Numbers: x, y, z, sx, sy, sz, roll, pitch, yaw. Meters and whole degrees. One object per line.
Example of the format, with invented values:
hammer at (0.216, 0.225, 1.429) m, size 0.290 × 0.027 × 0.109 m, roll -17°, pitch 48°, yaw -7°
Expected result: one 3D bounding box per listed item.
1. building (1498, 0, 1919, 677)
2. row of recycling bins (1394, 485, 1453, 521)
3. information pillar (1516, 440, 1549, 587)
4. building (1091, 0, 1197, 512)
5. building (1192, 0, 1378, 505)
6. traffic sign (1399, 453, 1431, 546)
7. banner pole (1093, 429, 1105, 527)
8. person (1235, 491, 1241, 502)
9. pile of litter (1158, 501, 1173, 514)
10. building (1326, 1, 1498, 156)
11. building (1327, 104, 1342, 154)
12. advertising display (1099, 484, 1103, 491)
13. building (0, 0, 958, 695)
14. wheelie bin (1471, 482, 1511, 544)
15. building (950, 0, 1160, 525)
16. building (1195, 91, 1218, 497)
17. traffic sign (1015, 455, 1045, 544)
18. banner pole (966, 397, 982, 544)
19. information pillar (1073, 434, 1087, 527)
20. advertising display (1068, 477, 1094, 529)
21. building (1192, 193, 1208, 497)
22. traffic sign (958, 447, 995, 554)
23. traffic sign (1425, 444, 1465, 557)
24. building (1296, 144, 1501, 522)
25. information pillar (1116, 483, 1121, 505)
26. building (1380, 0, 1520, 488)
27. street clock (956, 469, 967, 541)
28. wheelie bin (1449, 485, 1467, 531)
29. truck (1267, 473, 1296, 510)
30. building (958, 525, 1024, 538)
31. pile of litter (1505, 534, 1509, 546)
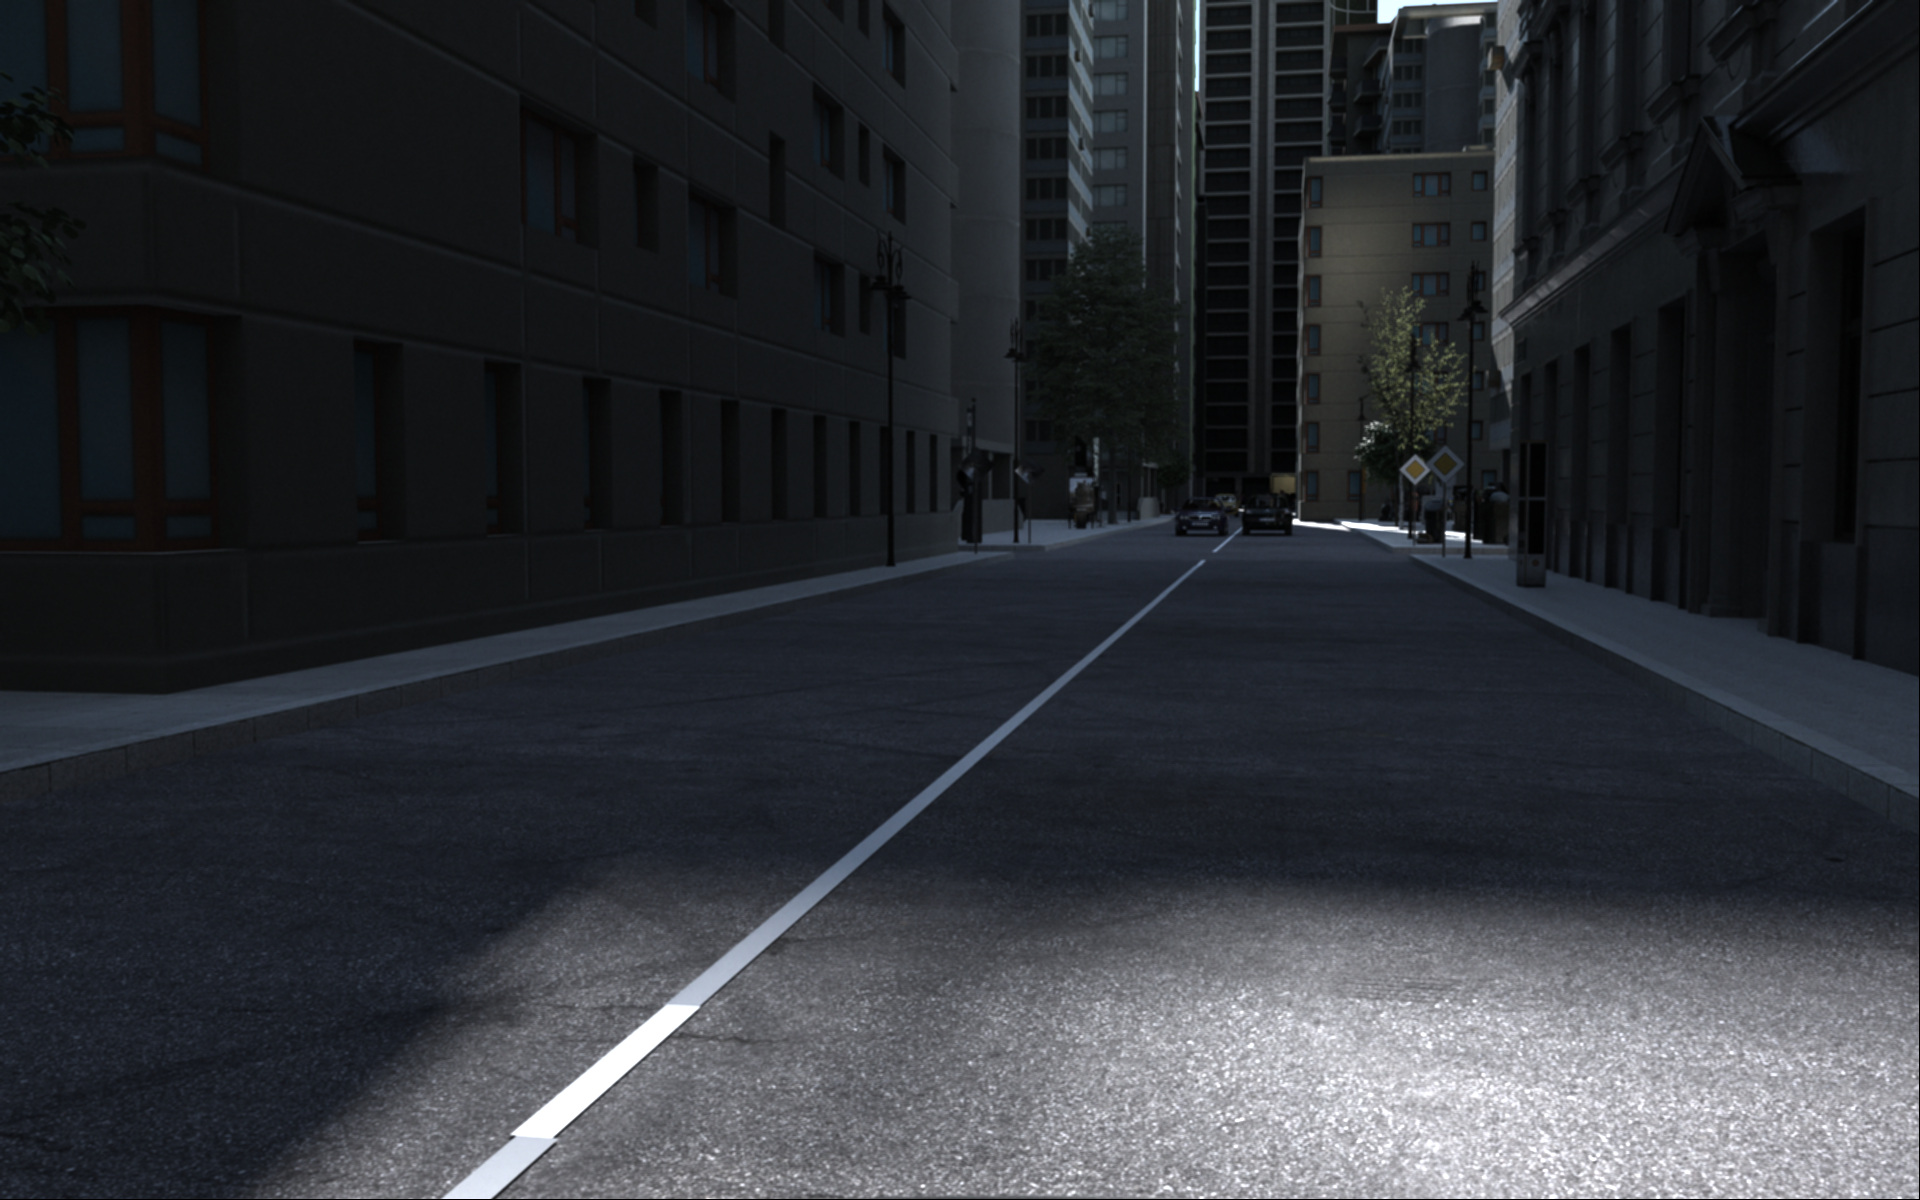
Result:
building at (14.658, -14.334, 10.779) m, size 17.030 × 29.872 × 44.131 m, roll 1°, pitch 4°, yaw 10°
row of recycling bins at (22.425, -4.597, 82.268) m, size 3.534 × 1.692 × 1.069 m, roll 1°, pitch 4°, yaw 18°
information pillar at (7.894, -1.186, 23.887) m, size 0.304 × 2.012 × 0.304 m, roll 0°, pitch 4°, yaw -5°
building at (9.755, -27.092, 126.550) m, size 14.154 × 41.232 × 14.086 m, roll 1°, pitch 4°, yaw 10°
building at (39.273, -47.075, 207.931) m, size 20.611 × 71.187 × 20.563 m, roll 1°, pitch 4°, yaw 10°
traffic sign at (11.283, -2.406, 42.978) m, size 0.795 × 2.450 × 0.064 m, roll 1°, pitch 4°, yaw 10°
banner pole at (5.331, -4.708, 66.993) m, size 0.401 × 3.779 × 0.863 m, roll -2°, pitch 4°, yaw -24°
person at (28.707, -10.435, 179.823) m, size 1.217 × 1.736 × 0.721 m, roll 3°, pitch 4°, yaw 36°
pile of litter at (13.046, -5.933, 110.973) m, size 1.719 × 0.858 × 1.176 m, roll -3°, pitch 4°, yaw -36°
building at (45.114, -30.910, 160.007) m, size 22.147 × 44.769 × 28.867 m, roll 1°, pitch 4°, yaw 10°
building at (45.511, -30.505, 182.352) m, size 14.154 × 41.232 × 14.086 m, roll 1°, pitch 4°, yaw 10°
advertising display at (9.399, -6.758, 115.701) m, size 0.123 × 1.923 × 0.974 m, roll 1°, pitch 4°, yaw 18°
building at (-16.764, -11.105, 26.612) m, size 28.899 × 21.520 × 27.650 m, roll 1°, pitch 4°, yaw 10°
wheelie bin at (13.712, -2.224, 44.264) m, size 0.693 × 1.594 × 0.980 m, roll -1°, pitch 4°, yaw -19°
building at (-5.730, -24.564, 93.503) m, size 32.217 × 40.220 × 23.993 m, roll 1°, pitch 4°, yaw 10°
building at (12.831, -32.450, 185.182) m, size 28.867 × 44.769 × 22.147 m, roll 1°, pitch 4°, yaw 10°
traffic sign at (1.804, -2.514, 44.752) m, size 0.795 × 2.450 × 0.064 m, roll 1°, pitch 4°, yaw 10°
banner pole at (0.293, -3.335, 44.549) m, size 0.401 × 3.779 × 0.863 m, roll 1°, pitch 4°, yaw 17°
information pillar at (4.709, -4.672, 67.735) m, size 0.504 × 3.616 × 0.183 m, roll 2°, pitch 4°, yaw 24°
advertising display at (4.462, -3.584, 63.811) m, size 0.974 × 1.923 × 0.123 m, roll 0°, pitch 4°, yaw -7°
building at (15.675, -23.858, 161.781) m, size 14.160 × 30.474 × 14.107 m, roll 1°, pitch 4°, yaw 10°
traffic sign at (0.346, -2.034, 36.901) m, size 0.795 × 2.450 × 0.064 m, roll 1°, pitch 4°, yaw 10°
traffic sign at (9.824, -1.926, 35.126) m, size 0.795 × 2.450 × 0.064 m, roll 1°, pitch 4°, yaw 10°
building at (33.833, -15.637, 100.707) m, size 27.650 × 21.520 × 28.899 m, roll 1°, pitch 4°, yaw 10°
information pillar at (10.660, -6.853, 116.534) m, size 0.304 × 2.012 × 0.304 m, roll 0°, pitch 4°, yaw 2°
building at (45.253, -26.956, 132.609) m, size 32.217 × 40.220 × 23.993 m, roll 1°, pitch 4°, yaw 10°
street clock at (0.144, -2.646, 47.826) m, size 0.471 × 2.002 × 0.358 m, roll -1°, pitch 4°, yaw -12°
wheelie bin at (17.354, -3.167, 59.682) m, size 0.980 × 1.594 × 0.693 m, roll 1°, pitch 4°, yaw 10°
truck at (29.922, -10.006, 159.520) m, size 3.469 × 3.379 × 9.791 m, roll 1°, pitch 4°, yaw 11°
building at (-14.766, -22.424, 58.519) m, size 32.217 × 40.220 × 23.993 m, roll 1°, pitch 4°, yaw 10°
pile of litter at (14.231, -1.758, 42.711) m, size 1.719 × 0.858 × 1.176 m, roll 0°, pitch 4°, yaw -2°
